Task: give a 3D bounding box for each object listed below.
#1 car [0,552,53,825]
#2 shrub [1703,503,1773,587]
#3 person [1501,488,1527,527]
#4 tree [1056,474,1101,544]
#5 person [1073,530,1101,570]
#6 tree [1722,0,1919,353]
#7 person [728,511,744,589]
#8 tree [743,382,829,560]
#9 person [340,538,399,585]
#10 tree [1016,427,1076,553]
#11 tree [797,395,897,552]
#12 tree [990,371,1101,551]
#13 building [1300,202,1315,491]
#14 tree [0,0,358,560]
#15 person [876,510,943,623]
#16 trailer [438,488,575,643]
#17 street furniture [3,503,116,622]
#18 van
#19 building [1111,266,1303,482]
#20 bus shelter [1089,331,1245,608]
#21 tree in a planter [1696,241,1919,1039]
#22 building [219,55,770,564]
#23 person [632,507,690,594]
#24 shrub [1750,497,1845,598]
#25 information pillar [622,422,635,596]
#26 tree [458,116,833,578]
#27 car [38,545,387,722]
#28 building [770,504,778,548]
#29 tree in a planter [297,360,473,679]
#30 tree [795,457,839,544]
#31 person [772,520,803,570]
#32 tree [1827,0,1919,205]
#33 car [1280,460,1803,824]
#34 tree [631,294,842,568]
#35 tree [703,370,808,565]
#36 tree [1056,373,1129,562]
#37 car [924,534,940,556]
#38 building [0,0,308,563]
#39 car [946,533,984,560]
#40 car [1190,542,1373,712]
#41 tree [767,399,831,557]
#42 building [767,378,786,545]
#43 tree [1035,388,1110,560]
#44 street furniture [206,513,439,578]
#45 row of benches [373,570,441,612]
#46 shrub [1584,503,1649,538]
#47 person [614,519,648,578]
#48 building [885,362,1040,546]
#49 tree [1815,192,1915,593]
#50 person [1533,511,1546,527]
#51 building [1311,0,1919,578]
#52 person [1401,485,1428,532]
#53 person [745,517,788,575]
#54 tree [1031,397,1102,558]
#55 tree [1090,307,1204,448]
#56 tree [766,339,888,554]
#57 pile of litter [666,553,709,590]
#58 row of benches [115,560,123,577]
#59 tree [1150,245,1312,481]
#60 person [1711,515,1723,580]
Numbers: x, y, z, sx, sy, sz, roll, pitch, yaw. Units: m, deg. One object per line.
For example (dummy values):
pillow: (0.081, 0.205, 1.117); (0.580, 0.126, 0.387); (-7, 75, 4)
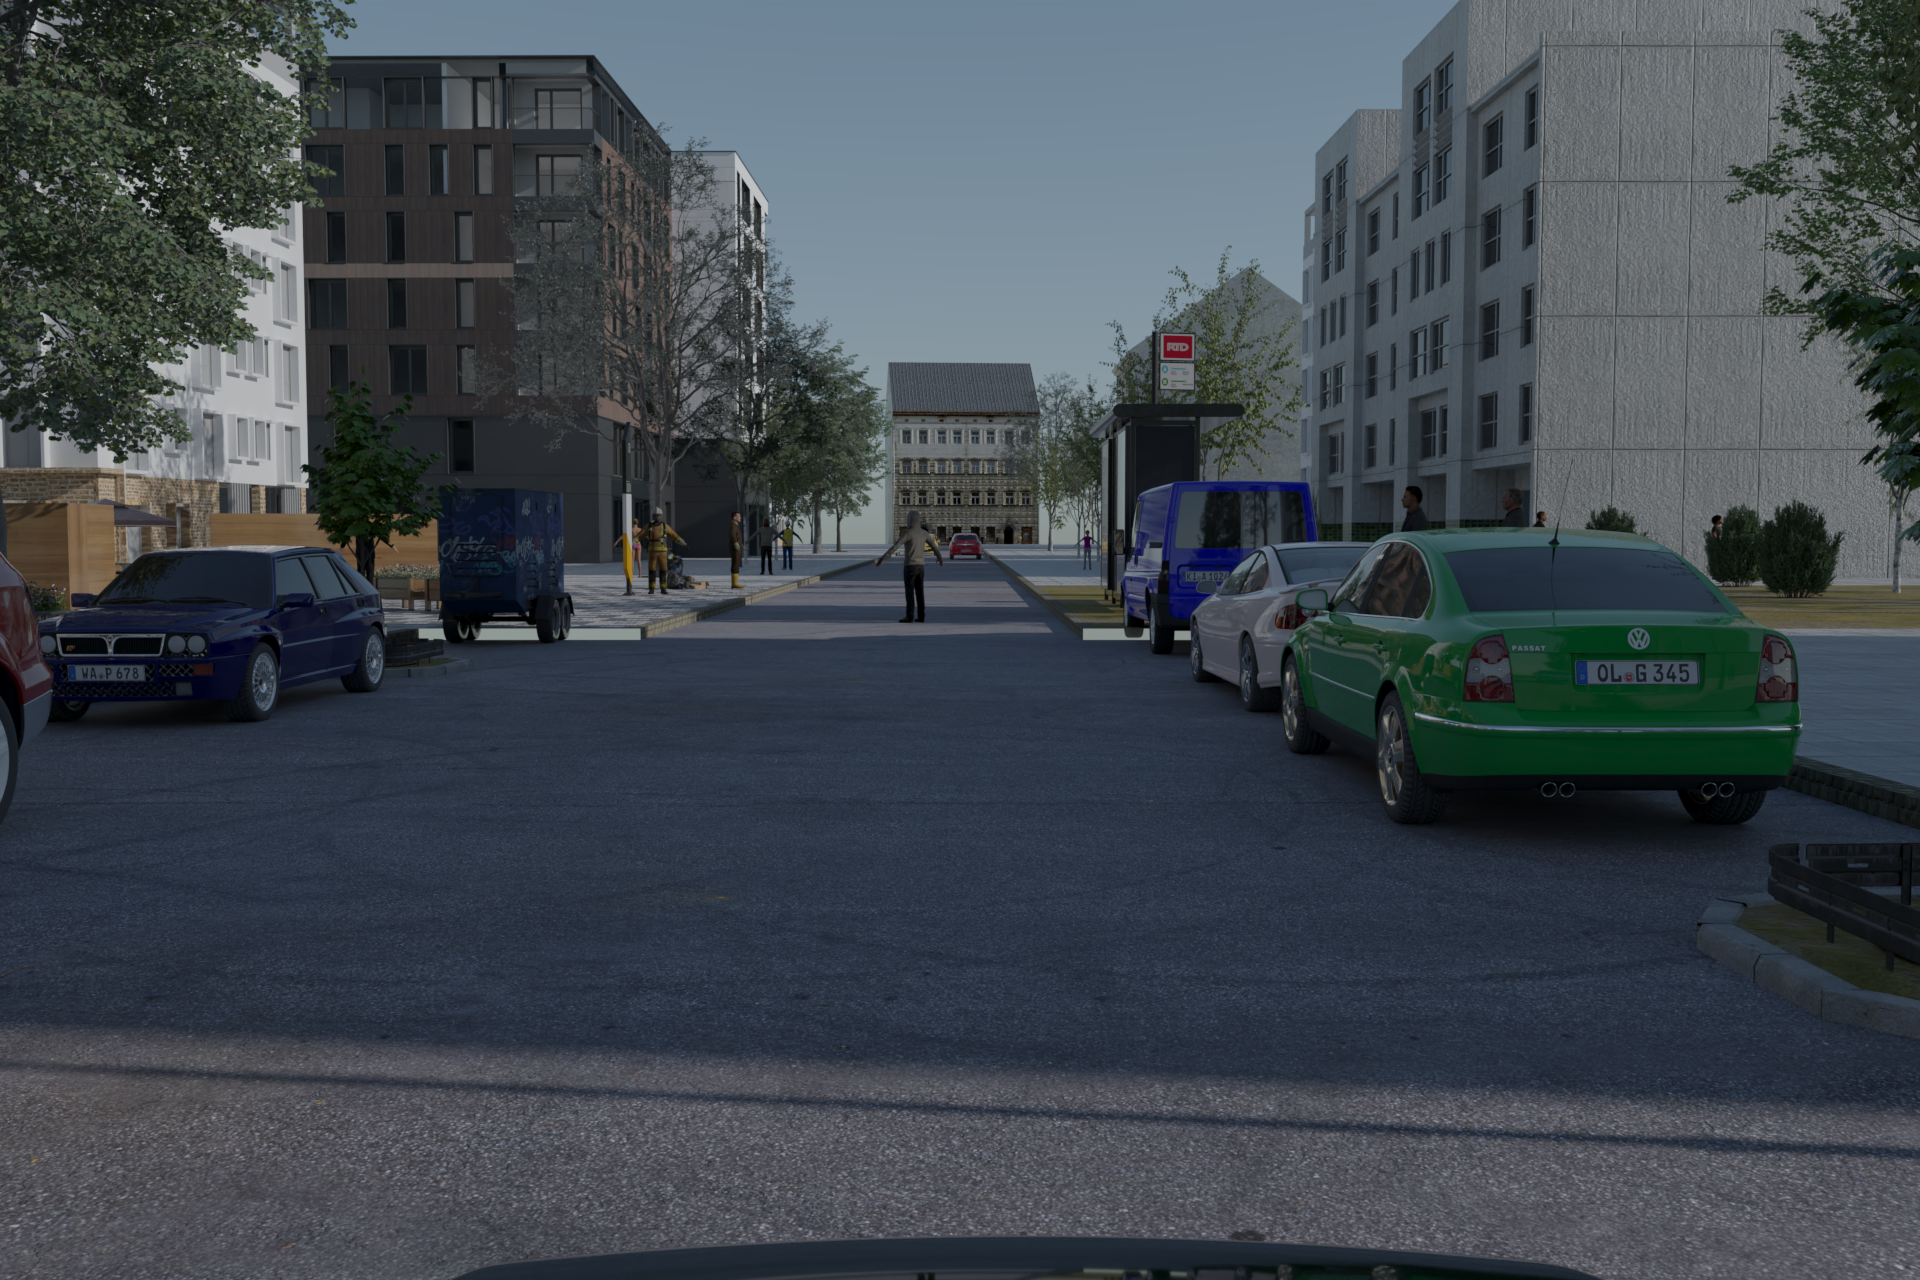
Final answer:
car: (-5.486, 0.141, 6.367); (2.281, 1.827, 5.304); (0, 4, 0)
shrub: (18.963, -2.330, 42.140); (1.661, 2.075, 1.752); (0, 3, 0)
person: (6.301, -0.837, 19.865); (0.705, 1.807, 1.348); (1, 4, 22)
tree: (16.428, -18.664, 215.523); (12.009, 13.543, 11.850); (0, 3, 0)
person: (4.561, -3.229, 62.056); (0.991, 1.433, 0.599); (0, 4, -1)
tree: (16.551, -6.232, 27.656); (9.928, 11.665, 9.643); (0, 3, 0)
person: (-5.258, -2.120, 40.796); (0.704, 1.812, 1.346); (0, 4, -3)
tree: (-8.799, -8.202, 84.461); (4.737, 8.622, 4.395); (0, 3, 0)
person: (-11.565, -1.701, 33.745); (1.347, 1.837, 0.705); (1, 4, 19)
tree: (6.119, -10.282, 118.478); (4.737, 8.622, 4.395); (0, 3, 0)
tree: (-8.525, -12.078, 123.235); (9.928, 11.665, 9.643); (0, 3, 0)
tree: (6.850, -13.385, 129.215); (12.009, 13.543, 11.850); (0, 3, 0)
building: (24.724, -14.814, 98.636); (16.016, 20.090, 11.380); (0, 4, 0)
tree: (-12.301, -7.019, 21.417); (9.857, 13.997, 8.962); (0, 3, 0)
person: (-0.762, -1.187, 28.000); (1.348, 1.813, 0.705); (-3, 5, -40)
trailer: (-6.019, -0.935, 22.335); (1.471, 1.999, 3.904); (0, 4, 0)
street furniture: (-16.936, -1.149, 25.638); (9.812, 1.723, 11.010); (0, 4, -7)
van: (3.218, -1.096, 22.305); (2.240, 2.365, 5.245); (0, 4, 0)
building: (23.718, -19.624, 151.778); (19.493, 23.208, 18.063); (0, 4, 0)
bus shelter: (3.587, -3.332, 32.115); (2.179, 5.291, 8.768); (0, 4, 1)
tree in a planter: (3.537, -0.506, 5.502); (1.991, 3.239, 1.994); (0, 4, 0)
building: (-25.896, -15.089, 90.683); (27.936, 21.610, 32.646); (0, 4, 1)
person: (-6.455, -1.906, 36.928); (1.354, 1.858, 0.705); (-1, 4, -13)
shrub: (16.874, -1.865, 34.915); (1.690, 2.028, 1.600); (0, 3, 0)
information pillar: (-6.897, -2.724, 35.892); (0.183, 3.616, 0.504); (0, 4, 1)
tree: (-8.862, -8.583, 50.709); (12.009, 13.543, 11.850); (0, 3, 0)
car: (-6.169, -0.114, 14.443); (1.945, 1.354, 3.894); (0, 4, 0)
building: (-22.282, -13.910, 169.570); (9.099, 9.664, 28.070); (0, 4, 0)
tree in a planter: (-6.224, -1.270, 17.994); (1.991, 3.239, 1.994); (0, 4, 1)
tree: (-18.794, -17.860, 217.763); (9.928, 11.665, 9.643); (0, 3, 0)
person: (-6.193, -3.395, 61.978); (1.216, 1.772, 0.721); (-1, 4, -21)
tree: (9.667, -3.965, 15.184); (4.737, 8.622, 4.395); (0, 3, 0)
car: (3.020, -0.069, 9.922); (1.959, 1.807, 4.718); (0, 4, 0)
tree: (-8.545, -8.042, 65.899); (8.767, 10.594, 7.601); (0, 4, 2)
tree: (-9.238, -7.493, 72.866); (4.360, 8.622, 3.978); (0, 3, 0)
tree: (6.670, -7.944, 80.240); (4.737, 8.622, 4.395); (0, 3, 0)
car: (-2.331, -6.398, 114.835); (2.015, 1.641, 3.980); (0, 4, 1)
building: (-28.387, -11.779, 49.000); (16.016, 20.090, 11.380); (0, 4, -1)
car: (0.297, -5.463, 98.362); (2.155, 1.783, 4.494); (0, 4, -1)
car: (3.209, -0.182, 15.333); (2.083, 1.381, 4.827); (0, 4, -1)
tree: (-9.288, -8.830, 94.730); (4.360, 8.622, 3.978); (0, 3, 0)
building: (-25.362, -20.349, 189.132); (16.016, 20.090, 11.380); (0, 4, 0)
tree: (6.486, -8.356, 86.989); (4.360, 8.622, 3.978); (0, 3, 0)
street furniture: (-13.450, -1.998, 39.518); (11.010, 1.723, 9.812); (-2, 4, -26)
row of benches: (-8.325, -0.807, 28.656); (4.104, 0.672, 1.422); (3, 4, 38)
shrub: (15.352, -2.227, 40.835); (1.690, 2.028, 1.600); (0, 3, 0)
person: (-9.565, -2.697, 50.893); (1.217, 1.733, 0.721); (-2, 4, -27)
building: (-0.080, -23.685, 220.631); (18.063, 23.208, 19.493); (0, 4, -5)
tree: (20.278, -5.343, 37.720); (4.360, 8.622, 3.978); (0, 3, 0)
person: (13.224, -2.028, 39.390); (0.704, 1.802, 1.346); (0, 4, -5)
building: (24.873, -12.154, 65.174); (16.747, 18.905, 31.486); (0, 3, 0)
person: (4.993, -0.805, 19.228); (0.705, 1.821, 1.348); (1, 4, 10)
person: (-6.097, -2.962, 54.550); (1.348, 1.813, 0.705); (0, 4, -5)
tree: (6.506, -8.699, 92.591); (4.360, 8.622, 3.978); (0, 3, 0)
tree: (6.103, -6.530, 57.130); (4.737, 8.622, 4.395); (0, 3, 0)
tree: (-9.433, -12.612, 112.859); (9.857, 13.997, 8.962); (0, 3, 0)
pile of litter: (-6.491, -1.644, 40.848); (1.176, 0.858, 1.719); (0, 4, -1)
row of benches: (-21.287, -1.600, 41.617); (1.422, 0.672, 4.104); (0, 4, -2)
tree: (6.802, -5.804, 45.254); (4.737, 8.622, 4.395); (0, 3, 0)
person: (21.326, -2.604, 48.722); (0.704, 1.843, 1.345); (2, 4, 30)
